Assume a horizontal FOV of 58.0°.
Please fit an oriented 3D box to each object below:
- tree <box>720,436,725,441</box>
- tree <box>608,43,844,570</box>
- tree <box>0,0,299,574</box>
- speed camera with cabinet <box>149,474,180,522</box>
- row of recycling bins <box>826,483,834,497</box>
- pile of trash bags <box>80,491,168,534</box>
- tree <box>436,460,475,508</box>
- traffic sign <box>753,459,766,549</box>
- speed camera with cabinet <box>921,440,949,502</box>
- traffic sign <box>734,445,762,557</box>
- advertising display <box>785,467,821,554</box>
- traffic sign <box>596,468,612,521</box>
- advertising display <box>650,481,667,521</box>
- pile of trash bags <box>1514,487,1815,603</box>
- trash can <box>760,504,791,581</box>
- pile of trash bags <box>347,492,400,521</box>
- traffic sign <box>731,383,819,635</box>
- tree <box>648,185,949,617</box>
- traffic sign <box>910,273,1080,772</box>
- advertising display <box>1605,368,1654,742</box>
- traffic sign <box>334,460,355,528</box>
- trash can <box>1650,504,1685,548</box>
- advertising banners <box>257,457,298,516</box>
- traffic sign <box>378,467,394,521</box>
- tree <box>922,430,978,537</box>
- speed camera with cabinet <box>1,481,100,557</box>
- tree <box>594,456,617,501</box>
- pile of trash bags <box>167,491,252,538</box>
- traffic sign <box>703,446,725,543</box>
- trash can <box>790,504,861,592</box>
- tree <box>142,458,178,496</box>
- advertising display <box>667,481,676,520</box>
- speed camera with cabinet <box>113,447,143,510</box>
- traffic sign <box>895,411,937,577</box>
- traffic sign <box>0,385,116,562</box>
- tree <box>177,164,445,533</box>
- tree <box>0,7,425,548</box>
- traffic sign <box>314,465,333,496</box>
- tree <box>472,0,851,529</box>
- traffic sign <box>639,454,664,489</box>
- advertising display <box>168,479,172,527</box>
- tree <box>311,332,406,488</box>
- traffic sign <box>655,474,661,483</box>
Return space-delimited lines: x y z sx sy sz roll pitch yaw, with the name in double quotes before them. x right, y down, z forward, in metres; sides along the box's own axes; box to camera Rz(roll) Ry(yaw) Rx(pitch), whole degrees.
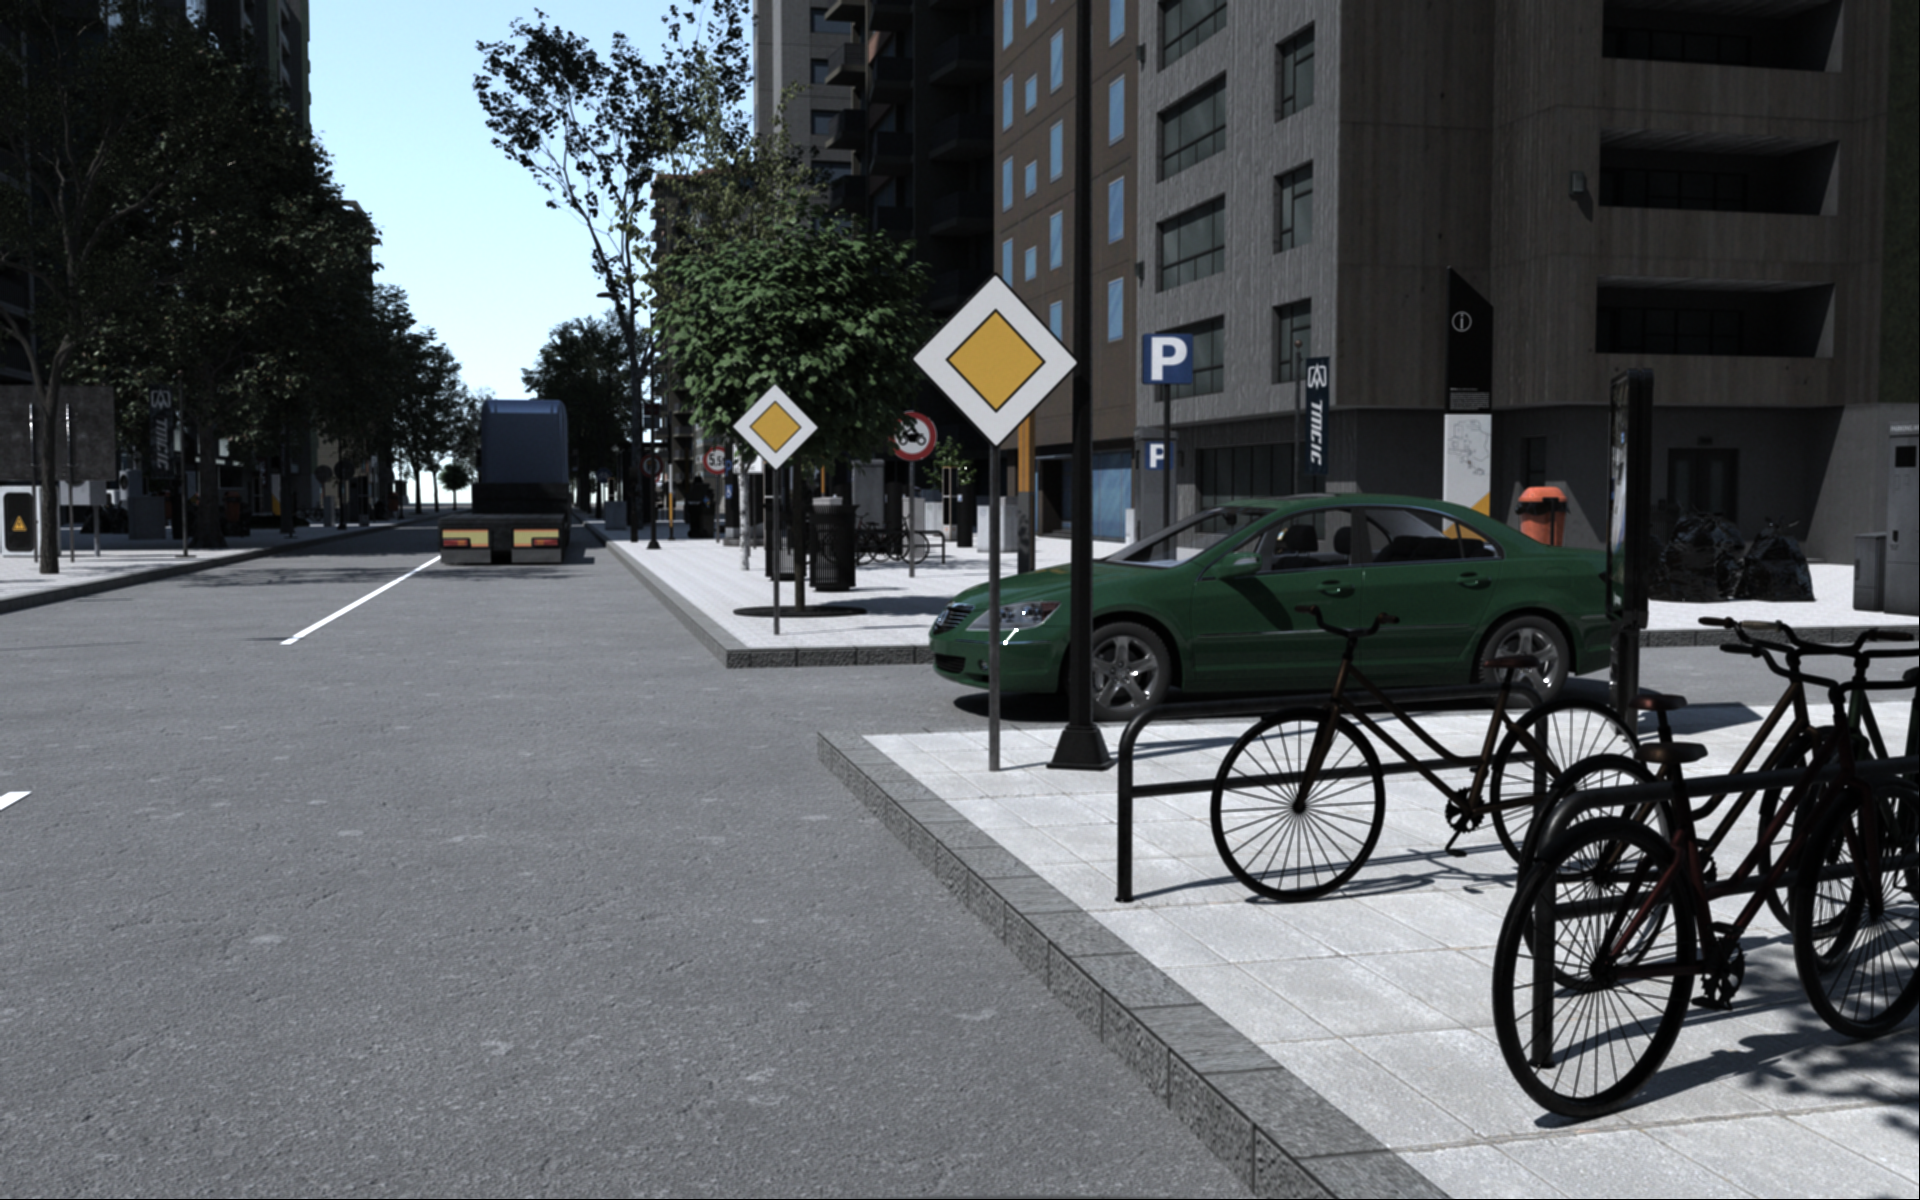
"tree" -8.668 -7.587 74.409 4.360 8.622 3.978 0 3 0
"tree" -3.639 -4.789 28.668 4.737 8.622 4.395 0 3 0
"tree" -14.640 -5.680 27.276 8.767 10.594 7.601 -1 4 -12
"speed camera with cabinet" -36.290 -5.215 79.604 2.038 3.252 0.660 1 4 18
"row of recycling bins" -4.932 -3.674 67.180 1.069 1.692 3.534 1 4 20
"pile of trash bags" -27.055 -2.871 56.696 3.447 1.369 1.912 1 4 21
"tree" -46.060 -10.644 157.745 4.285 4.588 4.351 0 3 0
"traffic sign" -4.796 -2.470 40.380 0.884 2.594 0.081 -1 4 -10
"speed camera with cabinet" -0.993 -3.999 59.727 2.038 3.252 0.660 3 5 42
"traffic sign" -4.320 -2.032 35.358 0.606 2.300 0.079 0 4 -7
"advertising display" -3.333 -1.935 36.846 0.123 1.923 0.974 3 5 40
"traffic sign" -17.173 -5.106 83.588 0.768 2.556 0.104 -1 4 -12
"advertising display" -14.702 -4.767 83.150 0.974 1.923 0.123 0 4 5
"pile of trash bags" 8.470 -0.700 21.202 3.447 1.369 1.912 0 4 -7
"trash can" -2.583 -0.858 25.686 0.748 1.137 0.748 0 3 0
"pile of trash bags" -28.399 -4.551 84.161 3.447 1.369 1.912 2 4 35
"traffic sign" -1.675 -0.740 15.736 0.795 2.450 0.064 -1 4 -13
"tree" -1.663 -2.135 18.623 4.285 4.588 4.351 0 3 0
"traffic sign" 0.156 -0.264 7.963 0.795 2.450 0.064 -1 4 -13
"advertising display" 3.588 -0.251 9.319 0.123 1.923 0.974 1 4 15
"traffic sign" -23.074 -3.966 64.942 0.768 2.556 0.104 0 4 -7
"trash can" 10.096 -0.823 25.113 0.748 1.137 0.748 0 3 0
"advertising banners" -32.470 -5.274 82.413 0.090 3.025 2.074 3 4 37
"traffic sign" -27.306 -5.035 82.427 0.768 2.556 0.104 -1 4 -12
"tree" -0.432 -3.539 52.468 1.663 3.219 1.824 0 3 0
"speed camera with cabinet" -18.432 -2.497 35.157 2.038 3.252 0.660 1 4 9
"tree" -17.157 -5.636 86.748 1.663 3.219 1.824 0 3 0
"pile of trash bags" -22.264 -2.588 52.072 1.912 1.369 3.447 -3 4 -39
"traffic sign" -6.370 -2.776 45.501 0.768 2.556 0.104 -1 4 -9
"trash can" -1.684 -0.686 22.864 0.748 1.137 0.748 0 3 0
"tree" -35.480 -4.987 76.134 1.663 3.219 1.824 0 3 0
"advertising display" -14.359 -4.943 86.032 0.123 1.923 0.974 1 4 12
"speed camera with cabinet" -31.458 -4.321 64.991 2.038 3.252 0.660 3 4 37
"traffic sign" -0.739 -1.621 26.604 0.768 2.556 0.104 -1 4 -10
"traffic sign" -17.016 -2.359 32.446 2.265 3.308 0.079 0 4 -8
"tree" -21.795 -8.443 56.168 7.486 12.596 7.792 0 3 0
"tree" -18.077 -7.607 41.377 9.611 12.733 9.660 0 3 0
"traffic sign" -27.975 -4.653 76.178 0.768 2.556 0.104 -1 4 -13
"tree" -10.328 -12.594 61.800 12.611 20.169 13.585 0 3 0
"traffic sign" -9.750 -3.345 54.804 0.768 2.556 0.104 -1 4 -11
"advertising display" -29.977 -3.765 66.768 0.123 1.923 0.974 3 5 42
"tree" -25.212 -7.496 72.921 4.360 8.622 3.978 0 3 0
"traffic sign" -14.586 -5.023 82.240 0.768 2.556 0.104 0 4 -6
